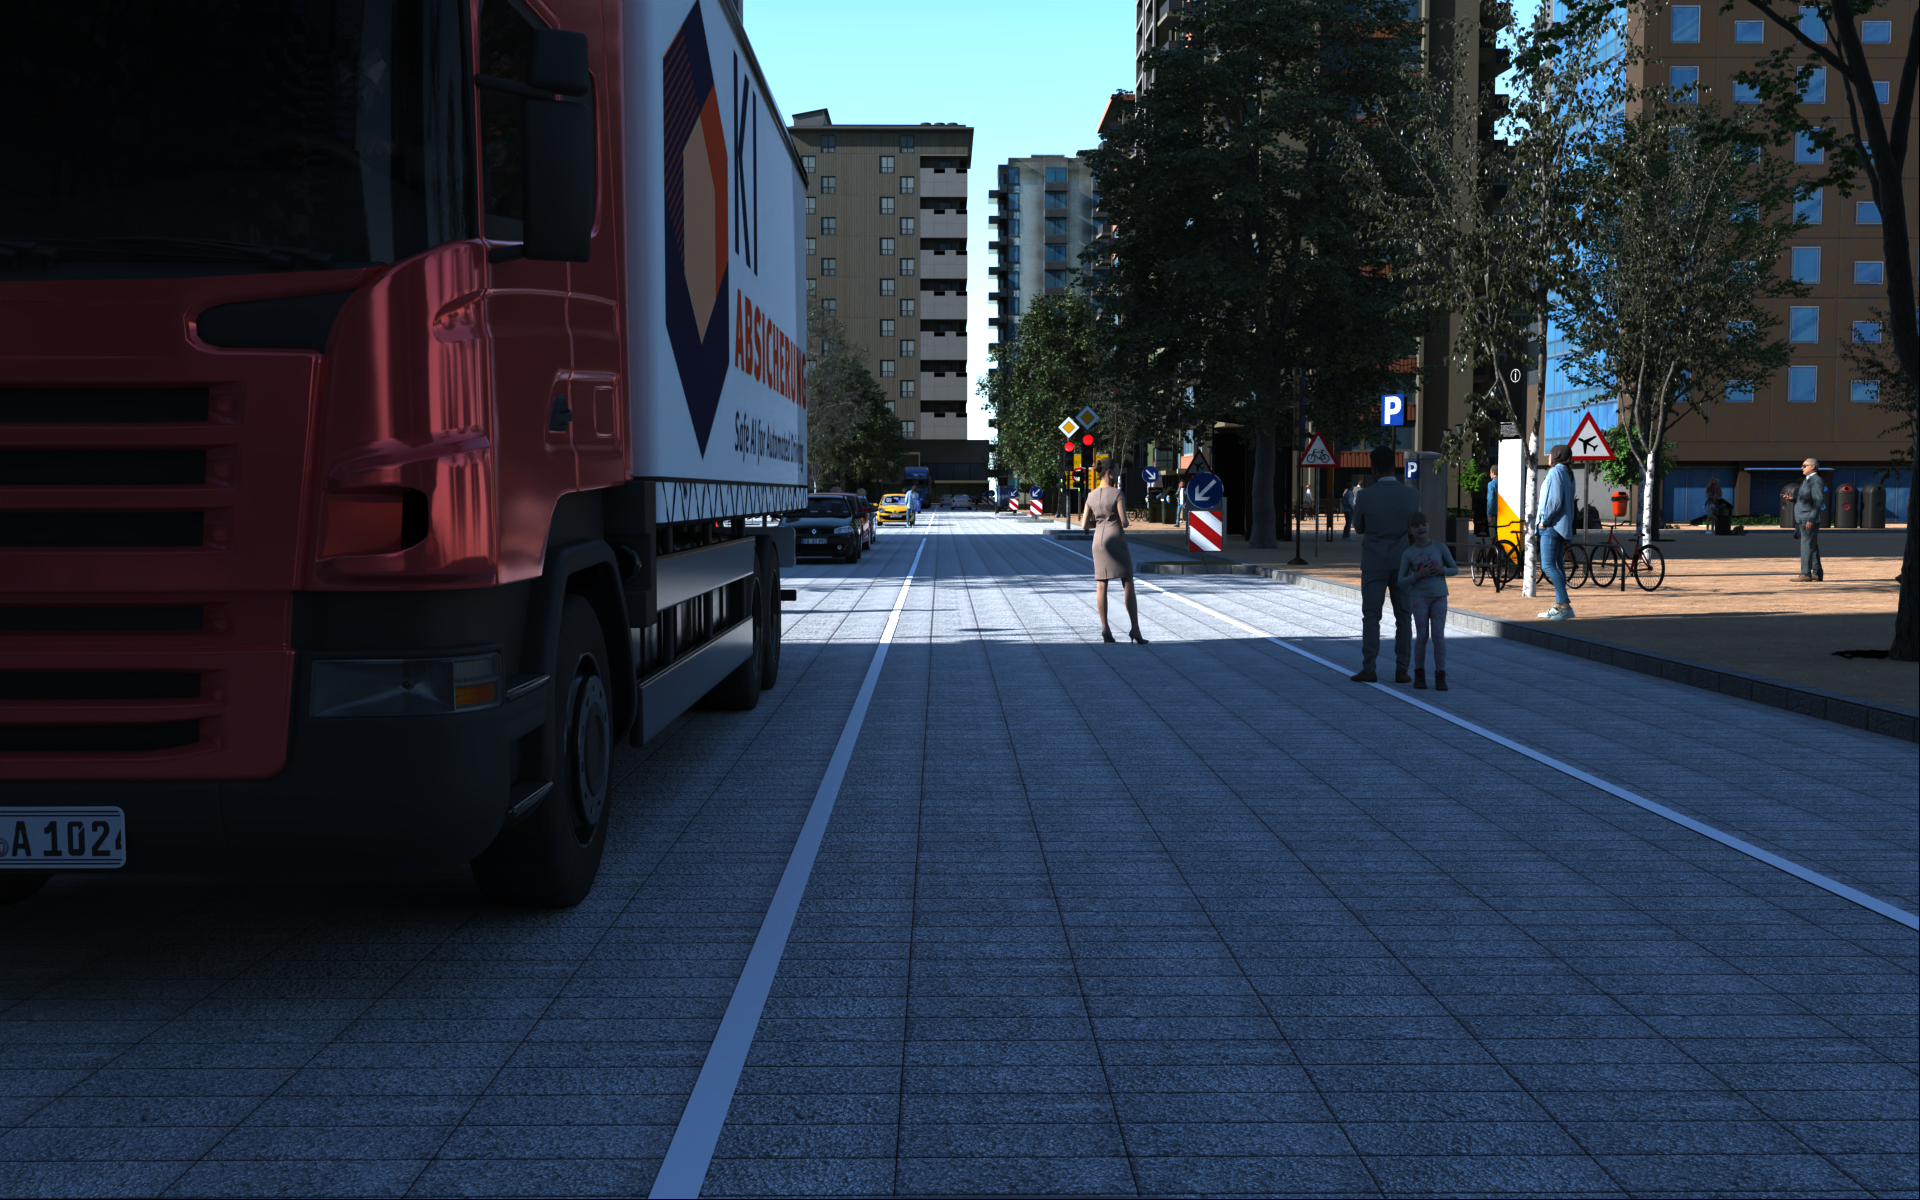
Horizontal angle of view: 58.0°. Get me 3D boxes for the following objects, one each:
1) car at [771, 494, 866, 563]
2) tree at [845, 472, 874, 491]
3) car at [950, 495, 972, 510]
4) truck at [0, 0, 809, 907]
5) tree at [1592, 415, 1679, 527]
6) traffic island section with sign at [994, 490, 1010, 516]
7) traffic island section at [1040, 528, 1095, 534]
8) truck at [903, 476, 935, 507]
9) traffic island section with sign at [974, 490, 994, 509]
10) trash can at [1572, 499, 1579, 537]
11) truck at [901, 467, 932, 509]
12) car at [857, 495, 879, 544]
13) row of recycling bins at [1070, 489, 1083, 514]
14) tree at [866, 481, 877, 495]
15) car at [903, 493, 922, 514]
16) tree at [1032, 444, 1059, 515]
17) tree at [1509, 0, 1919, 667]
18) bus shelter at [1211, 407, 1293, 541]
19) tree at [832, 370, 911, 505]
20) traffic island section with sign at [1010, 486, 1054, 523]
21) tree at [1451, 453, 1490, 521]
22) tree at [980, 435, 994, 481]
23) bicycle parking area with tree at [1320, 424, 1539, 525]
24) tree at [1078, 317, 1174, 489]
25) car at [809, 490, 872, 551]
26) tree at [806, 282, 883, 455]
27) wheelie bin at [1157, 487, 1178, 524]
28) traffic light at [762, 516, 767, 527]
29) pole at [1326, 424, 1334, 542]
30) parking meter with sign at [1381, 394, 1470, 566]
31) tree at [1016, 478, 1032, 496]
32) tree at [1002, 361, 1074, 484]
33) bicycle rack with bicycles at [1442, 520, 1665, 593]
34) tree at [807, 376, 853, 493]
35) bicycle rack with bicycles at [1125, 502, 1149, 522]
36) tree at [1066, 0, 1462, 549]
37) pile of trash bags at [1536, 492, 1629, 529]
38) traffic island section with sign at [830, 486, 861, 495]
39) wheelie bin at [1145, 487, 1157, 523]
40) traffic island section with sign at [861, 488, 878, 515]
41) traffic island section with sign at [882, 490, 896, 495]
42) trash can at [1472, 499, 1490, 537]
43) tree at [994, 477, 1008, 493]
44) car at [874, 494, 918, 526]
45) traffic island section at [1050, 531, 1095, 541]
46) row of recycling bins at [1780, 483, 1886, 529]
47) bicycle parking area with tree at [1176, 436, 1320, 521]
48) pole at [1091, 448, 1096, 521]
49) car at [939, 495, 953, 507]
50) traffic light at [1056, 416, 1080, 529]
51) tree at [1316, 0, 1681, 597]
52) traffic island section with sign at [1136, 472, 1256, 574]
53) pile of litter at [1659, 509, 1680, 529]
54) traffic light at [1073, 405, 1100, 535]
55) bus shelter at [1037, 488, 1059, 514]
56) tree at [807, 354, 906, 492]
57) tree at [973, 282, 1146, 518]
[{"bbox_3d":[-3.007,-1.667,37.036,2.009,1.686,4.222,0,4,-2],"label":"car"},{"bbox_3d":[-10.334,-11.870,177.794,4.285,4.588,4.351,0,3,0],"label":"tree"},{"bbox_3d":[0.110,-8.919,158.179,2.083,1.381,4.827,0,4,-2],"label":"car"},{"bbox_3d":[-2.487,-1.253,9.393,2.839,4.237,11.283,0,4,0],"label":"truck"},{"bbox_3d":[26.710,-5.221,69.085,4.285,4.588,4.351,0,3,0],"label":"tree"},{"bbox_3d":[3.412,-6.470,114.419,1.989,1.847,2.006,0,4,-1],"label":"traffic island section with sign"},{"bbox_3d":[3.956,-2.482,62.868,2.009,0.180,2.903,0,4,-1],"label":"traffic island section"},{"bbox_3d":[-4.478,-11.884,190.232,3.469,3.379,9.791,0,4,0],"label":"truck"},{"bbox_3d":[2.583,-11.207,191.861,1.989,1.847,2.006,0,4,-1],"label":"traffic island section with sign"},{"bbox_3d":[18.246,-2.476,52.129,0.748,1.137,0.748,0,3,0],"label":"trash can"},{"bbox_3d":[-4.471,-11.370,175.661,2.967,4.110,18.799,0,4,-2],"label":"truck"},{"bbox_3d":[-3.382,-2.384,50.979,2.014,1.417,4.499,0,4,-1],"label":"car"},{"bbox_3d":[7.686,-6.582,114.725,1.069,1.692,3.534,0,4,2],"label":"row of recycling bins"},{"bbox_3d":[-10.521,-12.827,204.327,1.663,3.219,1.824,0,3,0],"label":"tree"},{"bbox_3d":[-3.740,-7.235,127.883,1.945,1.707,3.694,0,4,-2],"label":"car"},{"bbox_3d":[5.613,-7.482,106.052,4.285,4.588,4.351,0,3,0],"label":"tree"},{"bbox_3d":[7.299,-5.332,12.927,9.928,11.665,9.643,0,3,0],"label":"tree"},{"bbox_3d":[8.225,-3.589,49.964,1.731,3.624,6.357,0,4,0],"label":"bus shelter"},{"bbox_3d":[-9.081,-14.612,157.036,7.486,12.596,7.792,0,3,0],"label":"tree"},{"bbox_3d":[3.699,-4.822,87.465,1.989,1.847,2.006,0,4,-1],"label":"traffic island section with sign"},{"bbox_3d":[24.112,-5.306,81.360,1.663,3.219,1.824,0,3,0],"label":"tree"},{"bbox_3d":[4.514,-16.036,212.555,4.737,8.622,4.395,0,3,0],"label":"tree"},{"bbox_3d":[20.833,-5.308,73.787,9.016,4.147,8.231,2,4,23],"label":"bicycle parking area with tree"},{"bbox_3d":[6.693,-7.389,71.173,4.360,8.622,3.978,0,3,0],"label":"tree"},{"bbox_3d":[-3.235,-2.087,43.157,2.155,1.783,4.494,0,4,1],"label":"car"},{"bbox_3d":[-9.486,-11.601,100.041,12.009,13.543,11.850,0,3,0],"label":"tree"},{"bbox_3d":[8.957,-4.043,74.006,0.693,1.594,0.980,0,4,-5],"label":"wheelie bin"},{"bbox_3d":[-6.160,-4.020,54.645,0.839,4.253,0.868,0,4,-1],"label":"traffic light"},{"bbox_3d":[9.958,-3.224,46.549,0.158,3.312,0.155,0,3,0],"label":"pole"},{"bbox_3d":[8.316,-2.114,30.818,1.738,3.016,0.543,-2,4,-30],"label":"parking meter with sign"},{"bbox_3d":[5.973,-9.914,156.695,1.663,3.219,1.824,0,3,0],"label":"tree"},{"bbox_3d":[6.788,-12.978,130.315,7.486,12.596,7.792,0,3,0],"label":"tree"},{"bbox_3d":[7.834,-0.632,23.715,2.852,0.926,2.925,-1,4,-8],"label":"bicycle rack with bicycles"},{"bbox_3d":[-8.850,-9.691,108.804,4.360,8.622,3.978,0,3,0],"label":"tree"},{"bbox_3d":[8.189,-4.110,80.577,2.852,0.926,2.925,-1,4,-10],"label":"bicycle rack with bicycles"},{"bbox_3d":[7.279,-8.196,40.656,9.857,13.997,8.962,0,3,0],"label":"tree"},{"bbox_3d":[22.836,-3.281,63.396,3.447,1.369,1.912,-1,4,-9],"label":"pile of trash bags"},{"bbox_3d":[-6.233,-4.861,88.107,1.989,1.847,2.006,0,4,-1],"label":"traffic island section with sign"},{"bbox_3d":[8.760,-4.248,77.356,0.980,1.594,0.693,1,4,10],"label":"wheelie bin"},{"bbox_3d":[-6.514,-6.544,115.627,1.989,1.847,2.006,0,4,-1],"label":"traffic island section with sign"},{"bbox_3d":[-7.053,-9.591,165.441,1.989,1.847,2.006,0,4,-1],"label":"traffic island section with sign"},{"bbox_3d":[15.729,-2.464,51.946,0.748,1.137,0.748,0,3,0],"label":"trash can"},{"bbox_3d":[4.573,-12.274,195.275,1.663,3.219,1.824,0,3,0],"label":"tree"},{"bbox_3d":[-2.921,-4.212,79.089,2.015,1.641,3.980,0,4,-1],"label":"car"},{"bbox_3d":[4.040,-1.994,54.883,2.009,0.180,2.903,0,4,-1],"label":"traffic island section"},{"bbox_3d":[32.724,-3.539,64.969,3.534,1.692,1.069,1,4,19],"label":"row of recycling bins"},{"bbox_3d":[14.141,-5.961,84.464,8.231,4.147,9.016,1,4,9],"label":"bicycle parking area with tree"},{"bbox_3d":[5.936,-5.084,76.967,0.158,3.312,0.155,0,3,0],"label":"pole"},{"bbox_3d":[-1.278,-11.035,192.777,2.083,1.381,4.827,0,4,-2],"label":"car"},{"bbox_3d":[3.915,-4.516,62.754,0.839,4.253,0.868,0,4,-1],"label":"traffic light"},{"bbox_3d":[6.919,-4.350,21.493,4.360,8.622,3.978,0,3,0],"label":"tree"},{"bbox_3d":[4.289,-1.422,31.878,1.989,1.847,2.006,0,4,-1],"label":"traffic island section with sign"},{"bbox_3d":[25.751,-3.032,63.535,1.176,0.858,1.719,1,4,11],"label":"pile of litter"},{"bbox_3d":[4.000,-4.027,54.769,0.839,4.253,0.868,0,4,-1],"label":"traffic light"},{"bbox_3d":[5.725,-7.459,113.243,1.731,3.624,6.357,0,4,-1],"label":"bus shelter"},{"bbox_3d":[-9.333,-13.503,137.783,9.611,12.733,9.660,0,3,0],"label":"tree"},{"bbox_3d":[5.552,-10.845,94.321,9.611,12.733,9.660,0,3,0],"label":"tree"}]
